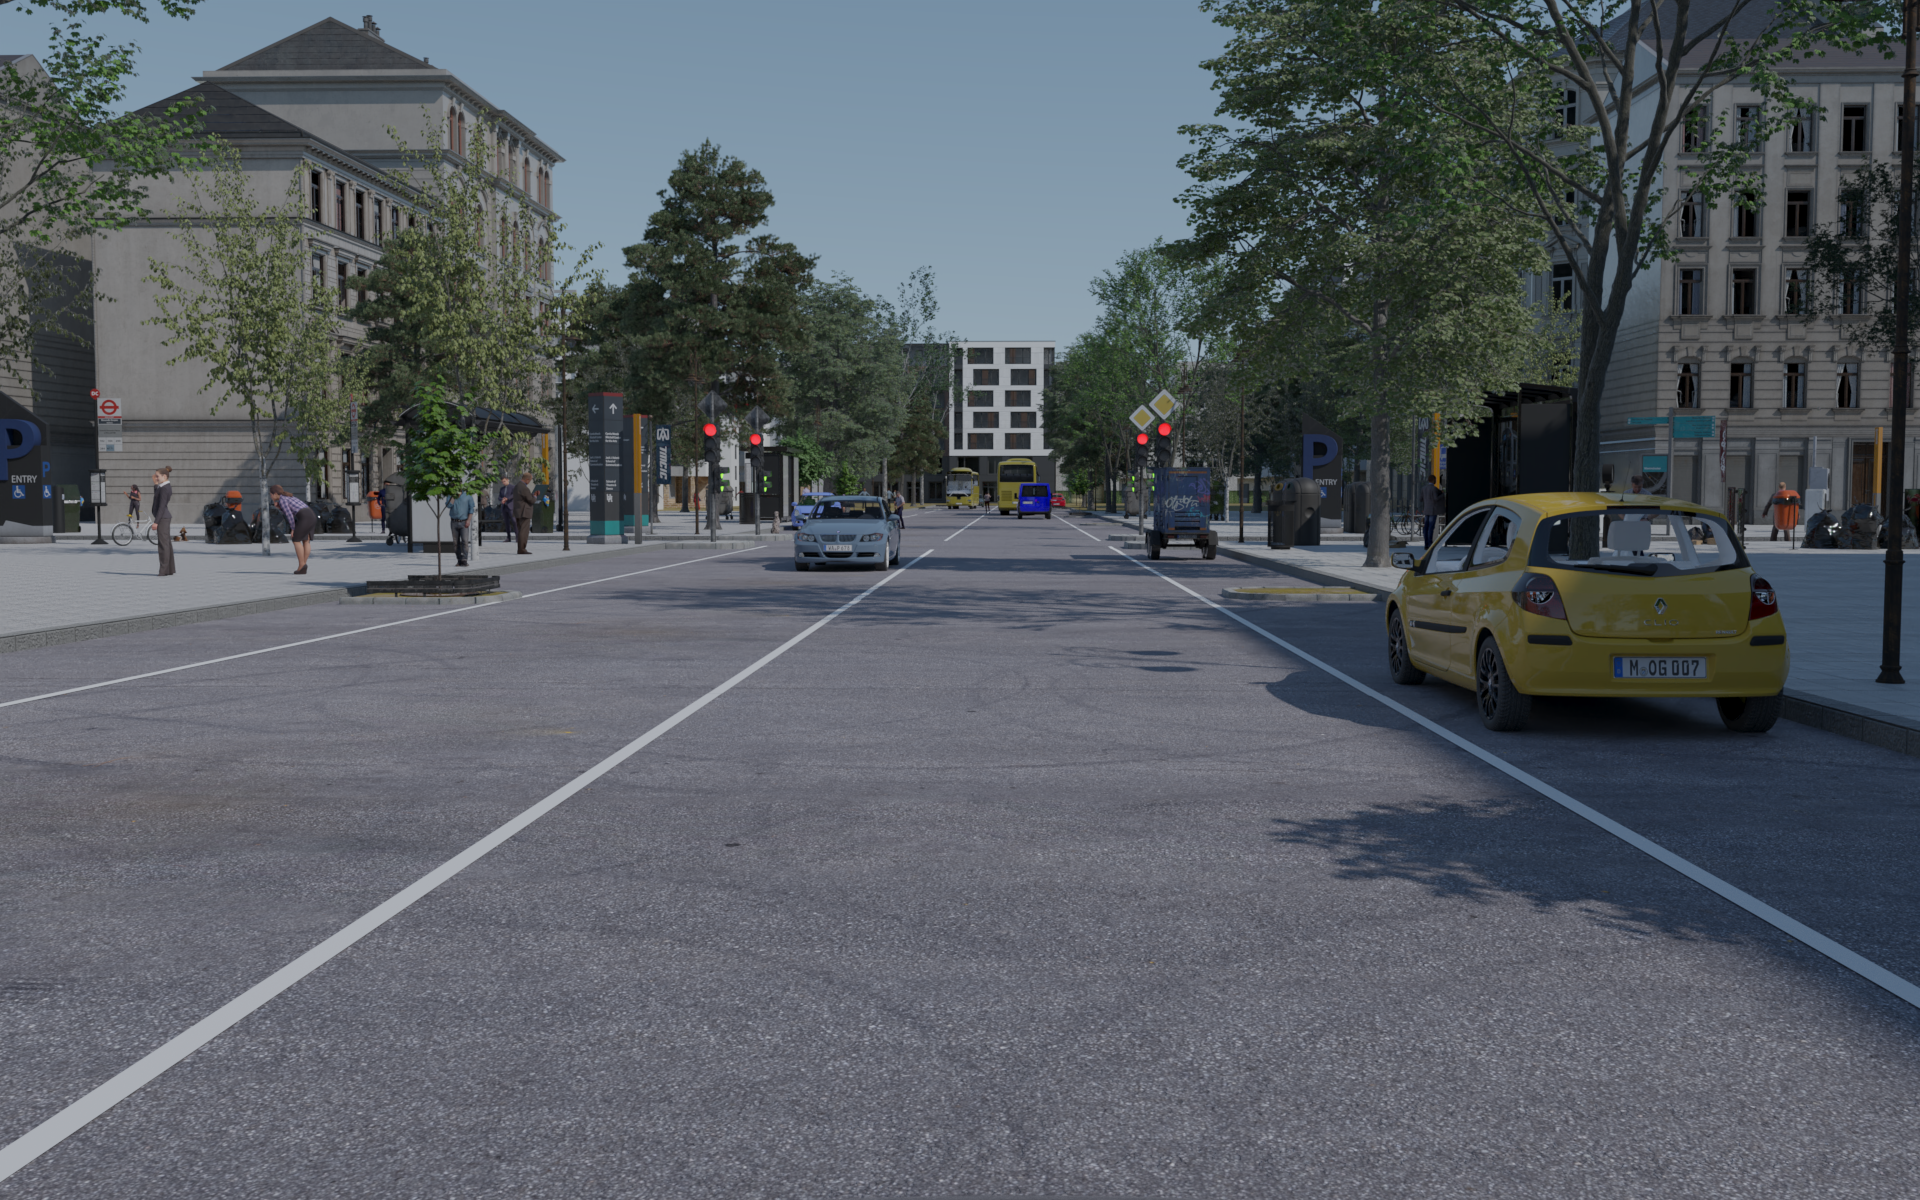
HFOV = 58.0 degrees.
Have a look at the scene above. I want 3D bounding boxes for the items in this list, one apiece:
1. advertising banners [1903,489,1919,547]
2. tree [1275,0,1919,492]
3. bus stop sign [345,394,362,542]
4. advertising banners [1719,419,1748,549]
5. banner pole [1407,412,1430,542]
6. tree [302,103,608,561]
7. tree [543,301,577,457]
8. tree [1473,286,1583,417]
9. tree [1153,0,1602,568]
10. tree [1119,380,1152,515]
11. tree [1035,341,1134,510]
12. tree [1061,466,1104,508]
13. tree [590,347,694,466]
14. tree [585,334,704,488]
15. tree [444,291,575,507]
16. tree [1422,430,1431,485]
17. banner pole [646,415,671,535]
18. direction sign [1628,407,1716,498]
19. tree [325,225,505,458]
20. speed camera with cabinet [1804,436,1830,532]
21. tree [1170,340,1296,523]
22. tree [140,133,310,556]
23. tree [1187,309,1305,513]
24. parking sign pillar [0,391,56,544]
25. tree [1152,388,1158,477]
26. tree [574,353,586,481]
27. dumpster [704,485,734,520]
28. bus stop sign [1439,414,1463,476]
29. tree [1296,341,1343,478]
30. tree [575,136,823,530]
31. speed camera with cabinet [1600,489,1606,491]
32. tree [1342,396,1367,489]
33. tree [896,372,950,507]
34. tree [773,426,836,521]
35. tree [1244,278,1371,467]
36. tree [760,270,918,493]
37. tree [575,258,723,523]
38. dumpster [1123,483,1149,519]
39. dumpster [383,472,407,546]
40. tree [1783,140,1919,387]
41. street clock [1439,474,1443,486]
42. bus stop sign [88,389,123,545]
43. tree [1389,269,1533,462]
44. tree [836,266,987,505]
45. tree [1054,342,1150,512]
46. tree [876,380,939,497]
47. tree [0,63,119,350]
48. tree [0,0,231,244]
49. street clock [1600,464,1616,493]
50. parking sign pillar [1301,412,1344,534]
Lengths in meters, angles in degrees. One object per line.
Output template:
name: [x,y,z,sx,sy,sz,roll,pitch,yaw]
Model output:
advertising banners: [23.515,-2.755,41.226,0.090,3.025,2.074,-3,5,-41]
tree: [6.655,-5.622,17.667,9.928,11.665,9.643,0,3,0]
bus stop sign: [-16.051,-3.499,45.911,0.416,3.939,0.855,-2,4,-32]
advertising banners: [17.757,-2.669,39.826,0.090,3.025,2.074,1,4,8]
banner pole: [12.220,-3.432,46.124,0.401,3.779,0.863,-2,4,-25]
tree: [-9.181,-5.061,33.118,4.737,8.622,4.395,0,3,0]
tree: [-19.900,-11.802,100.389,7.806,13.903,7.818,0,3,0]
tree: [20.168,-6.746,60.652,4.737,8.622,4.395,0,3,0]
tree: [7.305,-6.869,30.440,7.486,12.596,7.792,0,3,0]
tree: [11.655,-9.558,106.635,4.360,8.622,3.978,0,3,0]
tree: [10.856,-14.437,142.701,9.857,13.997,8.962,0,3,0]
tree: [12.823,-12.576,189.328,4.285,4.588,4.351,0,3,0]
tree: [-20.149,-11.254,109.765,9.928,11.665,9.643,0,3,0]
tree: [-12.465,-7.310,69.882,4.360,8.622,3.978,0,3,0]
tree: [-16.347,-6.851,62.378,4.360,8.622,3.978,0,3,0]
tree: [23.978,-8.149,83.603,4.737,8.622,4.395,0,3,0]
banner pole: [-9.558,-3.969,54.906,0.863,3.779,0.401,-1,4,-10]
direction sign: [22.107,-3.971,53.691,2.525,3.948,1.411,2,4,32]
tree: [-21.733,-8.994,69.103,6.751,12.117,7.091,0,3,0]
speed camera with cabinet: [29.020,-3.930,58.583,0.660,3.252,2.038,2,4,31]
tree: [12.170,-7.810,78.061,4.360,8.622,3.978,0,3,0]
tree: [-14.416,-5.209,35.536,4.737,8.622,4.395,0,3,0]
tree: [20.031,-12.845,116.677,9.857,13.997,8.962,0,3,0]
parking sign pillar: [-24.337,-3.455,44.960,1.447,3.967,1.447,0,4,5]
tree: [13.052,-8.543,90.034,4.360,8.622,3.978,0,3,0]
tree: [-18.579,-8.354,86.958,4.360,8.622,3.978,0,3,0]
dumpster: [-12.016,-4.932,86.394,1.264,1.857,1.865,0,4,2]
bus stop sign: [16.265,-4.168,57.165,0.837,3.901,0.837,-2,4,-34]
tree: [16.655,-8.164,83.844,4.360,8.622,3.978,0,3,0]
tree: [-8.677,-9.478,62.385,7.806,13.903,7.818,0,3,0]
speed camera with cabinet: [19.553,-3.698,54.798,2.038,3.252,0.660,-2,4,-31]
tree: [23.750,-9.611,107.503,4.737,8.622,4.395,0,3,0]
tree: [-4.949,-16.522,177.557,7.806,13.903,7.818,0,3,0]
tree: [-7.873,-6.163,84.479,4.285,4.588,4.351,0,3,0]
tree: [20.516,-11.803,100.398,7.806,13.903,7.818,0,3,0]
tree: [-7.422,-11.713,98.170,9.857,13.997,8.962,0,3,0]
tree: [-13.624,-9.464,76.784,6.751,12.117,7.091,0,3,0]
dumpster: [9.055,-5.085,88.904,1.264,1.857,1.865,0,4,2]
dumpster: [-13.639,-2.315,43.607,1.264,1.857,1.865,0,4,2]
tree: [19.714,-5.975,32.103,8.767,10.594,7.601,2,4,34]
street clock: [16.735,-3.367,59.619,0.471,2.002,0.358,3,4,37]
bus stop sign: [-21.695,-3.382,44.000,0.855,3.939,0.416,0,4,0]
tree: [22.155,-9.497,77.325,6.751,12.117,7.091,0,3,0]
tree: [-5.023,-17.555,142.912,12.611,20.169,13.585,0,3,0]
tree: [10.356,-12.177,121.153,6.751,12.117,7.091,0,3,0]
tree: [-5.489,-14.736,162.989,6.751,12.117,7.091,0,3,0]
tree: [-16.256,-4.769,28.341,4.360,8.622,3.978,0,3,0]
tree: [-10.428,-5.511,15.867,9.928,11.665,9.643,0,3,0]
street clock: [15.403,-2.240,41.197,0.358,2.002,0.471,2,4,27]
parking sign pillar: [11.760,-4.150,56.330,1.447,3.967,1.447,1,4,15]
